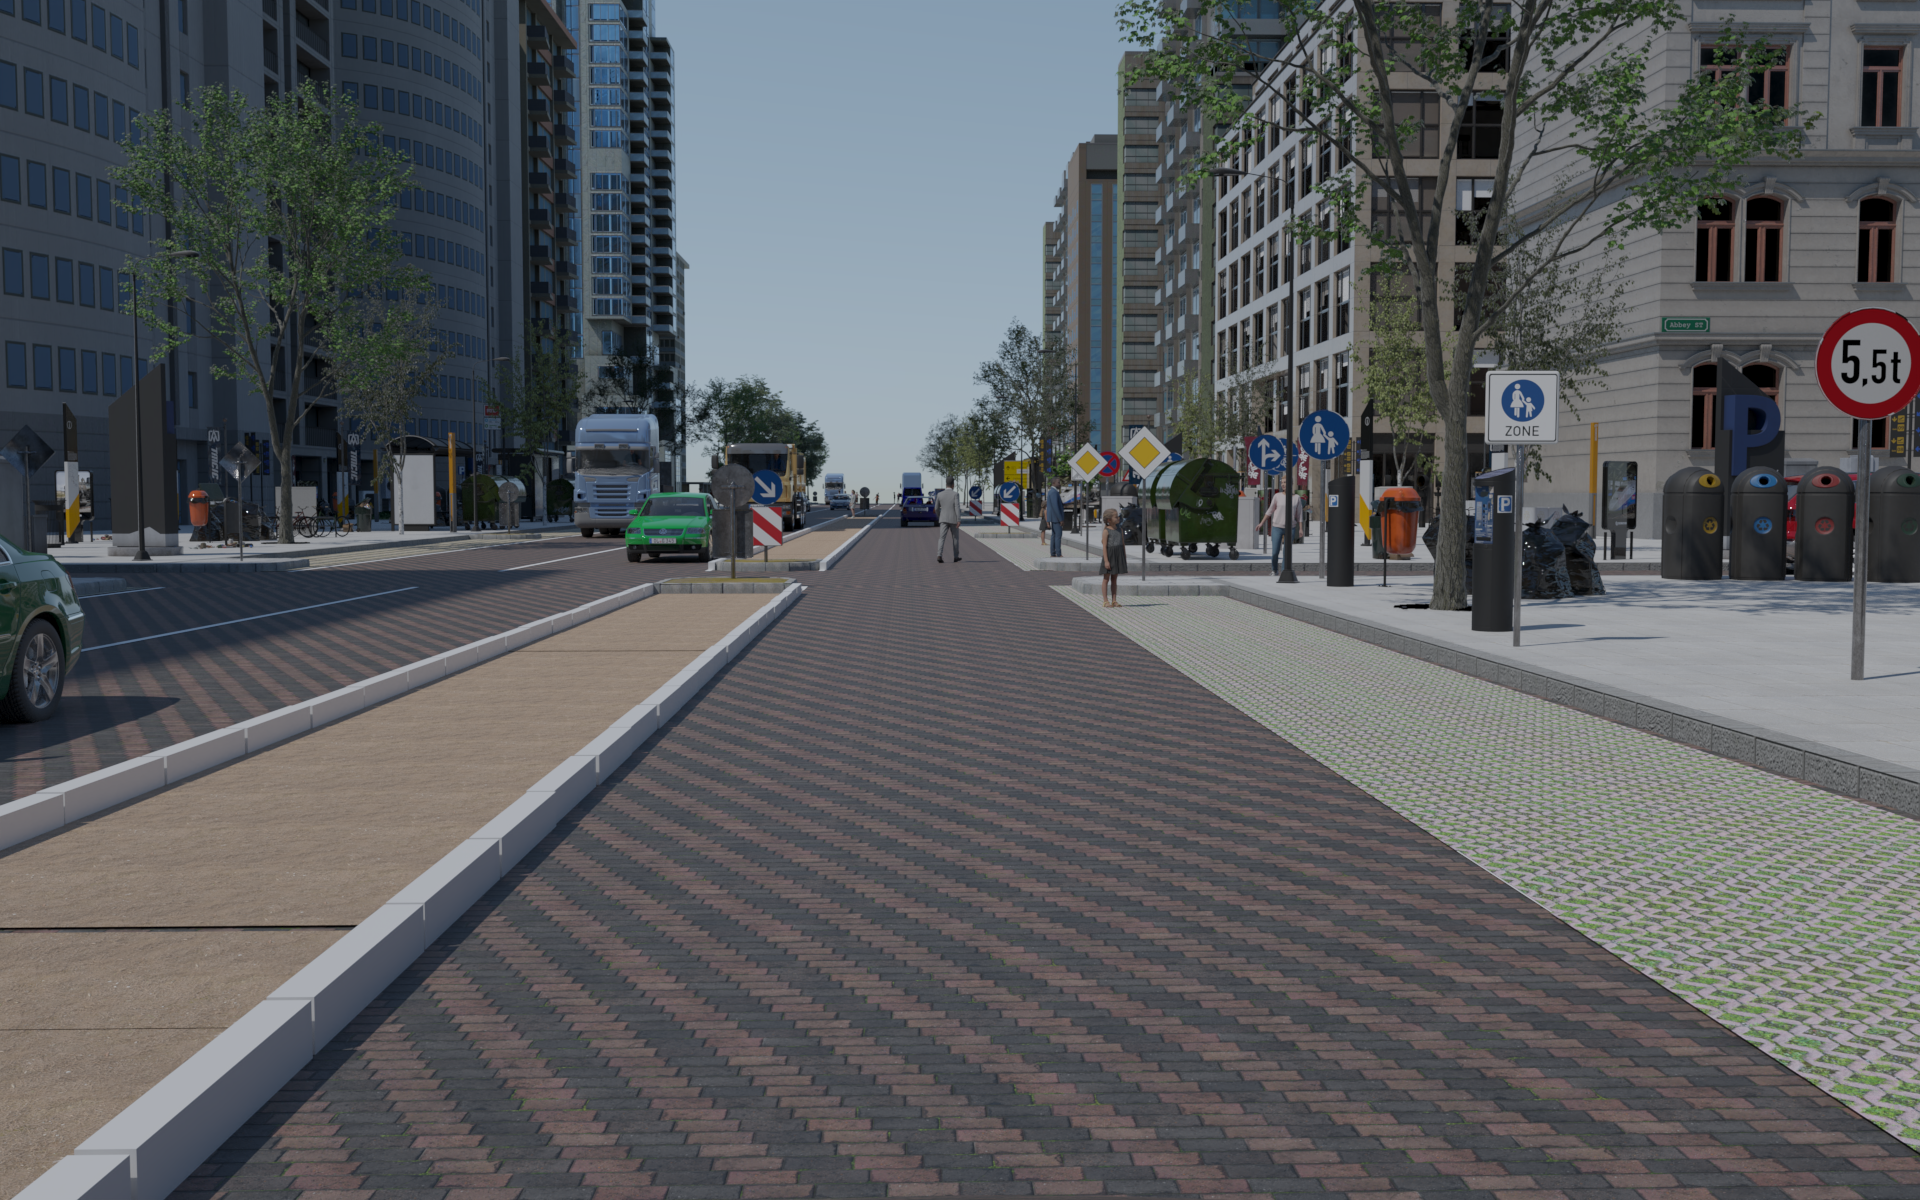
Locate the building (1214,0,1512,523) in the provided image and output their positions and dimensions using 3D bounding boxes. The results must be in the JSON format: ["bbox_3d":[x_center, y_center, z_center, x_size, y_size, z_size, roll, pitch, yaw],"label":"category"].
[{"bbox_3d":[26.199,-17.604,92.345,19.350,26.468,34.151,0,4,-2],"label":"building"}]

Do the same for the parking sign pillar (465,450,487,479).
[{"bbox_3d":[-25.988,-6.403,93.169,1.447,3.967,1.447,2,4,30],"label":"parking sign pillar"}]

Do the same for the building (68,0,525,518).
[{"bbox_3d":[-44.215,-35.375,120.381,21.231,58.520,28.212,0,4,-2],"label":"building"}]

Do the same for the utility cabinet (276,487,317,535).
[{"bbox_3d":[-20.638,-2.763,53.858,1.173,1.500,0.318,-1,4,-22],"label":"utility cabinet"}]

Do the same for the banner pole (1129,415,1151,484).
[{"bbox_3d":[5.734,-3.963,54.813,0.863,3.779,0.401,1,4,12],"label":"banner pole"}]

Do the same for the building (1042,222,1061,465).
[{"bbox_3d":[19.315,-35.345,261.478,14.154,41.232,14.086,0,4,-2],"label":"building"}]

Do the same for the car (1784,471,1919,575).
[{"bbox_3d":[16.227,-1.294,29.834,5.304,1.827,2.281,0,4,-1],"label":"car"}]

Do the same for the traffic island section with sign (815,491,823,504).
[{"bbox_3d":[-20.186,-14.274,242.011,1.989,1.847,2.006,0,4,-2],"label":"traffic island section with sign"}]

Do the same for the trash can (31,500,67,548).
[{"bbox_3d":[-21.638,-1.805,41.172,0.748,1.137,0.748,0,3,0],"label":"trash can"}]

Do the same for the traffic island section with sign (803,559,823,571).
[{"bbox_3d":[-3.650,-1.524,33.057,2.006,1.907,1.989,0,4,-2],"label":"traffic island section with sign"}]

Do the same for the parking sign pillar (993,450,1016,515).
[{"bbox_3d":[2.785,-7.221,106.533,1.447,3.967,1.447,0,4,2],"label":"parking sign pillar"}]

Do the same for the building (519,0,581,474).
[{"bbox_3d":[-45.445,-30.268,149.511,22.147,44.769,28.867,0,4,-2],"label":"building"}]

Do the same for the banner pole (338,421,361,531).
[{"bbox_3d":[-21.084,-4.271,59.840,0.863,3.779,0.401,-3,4,-38],"label":"banner pole"}]

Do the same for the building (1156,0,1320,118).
[{"bbox_3d":[28.171,-31.919,141.481,23.786,49.044,30.456,0,4,-2],"label":"building"}]

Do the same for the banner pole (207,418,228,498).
[{"bbox_3d":[-24.331,-4.092,56.921,0.401,3.779,0.863,3,4,38],"label":"banner pole"}]

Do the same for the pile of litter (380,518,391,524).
[{"bbox_3d":[-24.537,-3.790,75.931,1.719,0.858,1.176,-1,4,-13],"label":"pile of litter"}]

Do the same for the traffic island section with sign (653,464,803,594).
[{"bbox_3d":[-3.432,-1.071,25.653,2.006,1.907,1.989,0,4,-2],"label":"traffic island section with sign"}]

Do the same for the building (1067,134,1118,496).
[{"bbox_3d":[20.928,-34.616,216.076,14.600,45.320,14.200,0,4,-2],"label":"building"}]

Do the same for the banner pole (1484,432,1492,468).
[{"bbox_3d":[21.171,-4.838,69.124,0.863,3.779,0.401,1,4,21],"label":"banner pole"}]

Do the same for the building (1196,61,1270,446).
[{"bbox_3d":[23.316,-21.271,119.484,14.160,30.474,14.107,0,4,-2],"label":"building"}]

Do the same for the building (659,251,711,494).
[{"bbox_3d":[-52.573,-34.073,248.973,32.217,40.220,23.993,0,4,-2],"label":"building"}]

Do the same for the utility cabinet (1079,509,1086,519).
[{"bbox_3d":[6.513,-4.806,89.739,0.306,1.237,1.020,-1,4,-19],"label":"utility cabinet"}]

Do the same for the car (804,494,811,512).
[{"bbox_3d":[-12.946,-7.872,138.490,2.009,1.686,4.222,0,4,0],"label":"car"}]

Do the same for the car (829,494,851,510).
[{"bbox_3d":[-10.682,-8.748,155.025,2.014,1.417,4.499,0,4,-1],"label":"car"}]

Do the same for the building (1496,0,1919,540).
[{"bbox_3d":[30.377,-16.327,54.330,23.554,28.519,14.401,0,4,-2],"label":"building"}]

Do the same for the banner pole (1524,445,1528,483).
[{"bbox_3d":[14.968,-3.422,45.964,0.401,3.779,0.863,2,4,32],"label":"banner pole"}]

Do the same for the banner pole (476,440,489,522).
[{"bbox_3d":[-21.934,-5.498,79.901,0.401,3.779,0.863,0,4,-3],"label":"banner pole"}]

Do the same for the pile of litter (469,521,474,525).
[{"bbox_3d":[-21.073,-3.604,72.896,1.719,0.858,1.176,3,5,42],"label":"pile of litter"}]

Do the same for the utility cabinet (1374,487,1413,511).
[{"bbox_3d":[12.864,-2.616,51.446,0.318,1.500,1.173,-3,4,-38],"label":"utility cabinet"}]

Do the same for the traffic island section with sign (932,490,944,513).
[{"bbox_3d":[-0.917,-7.643,133.583,1.989,1.847,2.006,0,4,-2],"label":"traffic island section with sign"}]

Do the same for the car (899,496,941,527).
[{"bbox_3d":[-1.743,-3.937,76.958,1.945,1.354,3.894,0,4,0],"label":"car"}]

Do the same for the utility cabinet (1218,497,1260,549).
[{"bbox_3d":[6.477,-1.793,40.481,1.020,1.237,0.306,3,4,36],"label":"utility cabinet"}]

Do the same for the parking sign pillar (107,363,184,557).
[{"bbox_3d":[-17.014,-2.912,36.078,1.447,3.967,1.447,1,4,14],"label":"parking sign pillar"}]

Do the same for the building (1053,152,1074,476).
[{"bbox_3d":[24.585,-37.863,238.661,23.786,49.044,30.456,0,4,-2],"label":"building"}]

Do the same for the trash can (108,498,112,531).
[{"bbox_3d":[-28.016,-2.825,57.837,0.748,1.137,0.748,0,3,0],"label":"trash can"}]

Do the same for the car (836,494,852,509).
[{"bbox_3d":[-11.226,-9.702,168.851,2.015,1.641,3.980,0,4,-2],"label":"car"}]

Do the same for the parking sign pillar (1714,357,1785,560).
[{"bbox_3d":[15.603,-2.798,34.223,1.447,3.967,1.447,-1,4,-15],"label":"parking sign pillar"}]

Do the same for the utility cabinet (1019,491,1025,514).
[{"bbox_3d":[3.732,-6.100,108.408,0.318,1.500,1.173,-1,4,-20],"label":"utility cabinet"}]

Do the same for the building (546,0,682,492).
[{"bbox_3d":[-46.967,-55.487,219.882,22.319,86.520,31.000,0,4,-2],"label":"building"}]

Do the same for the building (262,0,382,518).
[{"bbox_3d":[-43.283,-40.021,92.601,20.563,71.187,20.611,0,4,-2],"label":"building"}]

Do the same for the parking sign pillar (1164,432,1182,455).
[{"bbox_3d":[8.937,-5.296,75.063,1.447,3.967,1.447,-1,4,-10],"label":"parking sign pillar"}]

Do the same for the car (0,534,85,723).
[{"bbox_3d":[-6.607,0.140,9.508,2.131,1.459,4.920,0,4,-3],"label":"car"}]

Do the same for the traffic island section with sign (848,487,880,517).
[{"bbox_3d":[-5.970,-6.118,108.160,2.006,1.907,1.989,0,4,-2],"label":"traffic island section with sign"}]

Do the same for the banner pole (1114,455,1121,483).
[{"bbox_3d":[9.929,-7.274,108.946,0.863,3.779,0.401,-3,5,-44],"label":"banner pole"}]

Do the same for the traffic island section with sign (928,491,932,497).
[{"bbox_3d":[-1.746,-9.290,160.526,1.989,1.847,2.006,0,4,-2],"label":"traffic island section with sign"}]

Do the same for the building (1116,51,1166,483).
[{"bbox_3d":[21.637,-29.382,163.986,14.154,41.232,14.086,0,4,-2],"label":"building"}]

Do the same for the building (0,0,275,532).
[{"bbox_3d":[-40.436,-31.725,60.709,21.231,58.520,28.212,0,4,-2],"label":"building"}]

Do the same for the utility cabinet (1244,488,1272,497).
[{"bbox_3d":[10.795,-3.320,62.959,0.318,1.500,1.173,-3,5,-43],"label":"utility cabinet"}]

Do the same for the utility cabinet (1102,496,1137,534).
[{"bbox_3d":[4.614,-2.384,50.133,1.020,1.237,0.306,2,4,34],"label":"utility cabinet"}]

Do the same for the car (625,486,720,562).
[{"bbox_3d":[-6.146,-1.779,37.881,1.959,1.807,4.718,0,4,-1],"label":"car"}]

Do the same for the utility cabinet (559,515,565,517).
[{"bbox_3d":[-22.014,-5.199,93.683,1.173,1.500,0.318,-2,4,-26],"label":"utility cabinet"}]
